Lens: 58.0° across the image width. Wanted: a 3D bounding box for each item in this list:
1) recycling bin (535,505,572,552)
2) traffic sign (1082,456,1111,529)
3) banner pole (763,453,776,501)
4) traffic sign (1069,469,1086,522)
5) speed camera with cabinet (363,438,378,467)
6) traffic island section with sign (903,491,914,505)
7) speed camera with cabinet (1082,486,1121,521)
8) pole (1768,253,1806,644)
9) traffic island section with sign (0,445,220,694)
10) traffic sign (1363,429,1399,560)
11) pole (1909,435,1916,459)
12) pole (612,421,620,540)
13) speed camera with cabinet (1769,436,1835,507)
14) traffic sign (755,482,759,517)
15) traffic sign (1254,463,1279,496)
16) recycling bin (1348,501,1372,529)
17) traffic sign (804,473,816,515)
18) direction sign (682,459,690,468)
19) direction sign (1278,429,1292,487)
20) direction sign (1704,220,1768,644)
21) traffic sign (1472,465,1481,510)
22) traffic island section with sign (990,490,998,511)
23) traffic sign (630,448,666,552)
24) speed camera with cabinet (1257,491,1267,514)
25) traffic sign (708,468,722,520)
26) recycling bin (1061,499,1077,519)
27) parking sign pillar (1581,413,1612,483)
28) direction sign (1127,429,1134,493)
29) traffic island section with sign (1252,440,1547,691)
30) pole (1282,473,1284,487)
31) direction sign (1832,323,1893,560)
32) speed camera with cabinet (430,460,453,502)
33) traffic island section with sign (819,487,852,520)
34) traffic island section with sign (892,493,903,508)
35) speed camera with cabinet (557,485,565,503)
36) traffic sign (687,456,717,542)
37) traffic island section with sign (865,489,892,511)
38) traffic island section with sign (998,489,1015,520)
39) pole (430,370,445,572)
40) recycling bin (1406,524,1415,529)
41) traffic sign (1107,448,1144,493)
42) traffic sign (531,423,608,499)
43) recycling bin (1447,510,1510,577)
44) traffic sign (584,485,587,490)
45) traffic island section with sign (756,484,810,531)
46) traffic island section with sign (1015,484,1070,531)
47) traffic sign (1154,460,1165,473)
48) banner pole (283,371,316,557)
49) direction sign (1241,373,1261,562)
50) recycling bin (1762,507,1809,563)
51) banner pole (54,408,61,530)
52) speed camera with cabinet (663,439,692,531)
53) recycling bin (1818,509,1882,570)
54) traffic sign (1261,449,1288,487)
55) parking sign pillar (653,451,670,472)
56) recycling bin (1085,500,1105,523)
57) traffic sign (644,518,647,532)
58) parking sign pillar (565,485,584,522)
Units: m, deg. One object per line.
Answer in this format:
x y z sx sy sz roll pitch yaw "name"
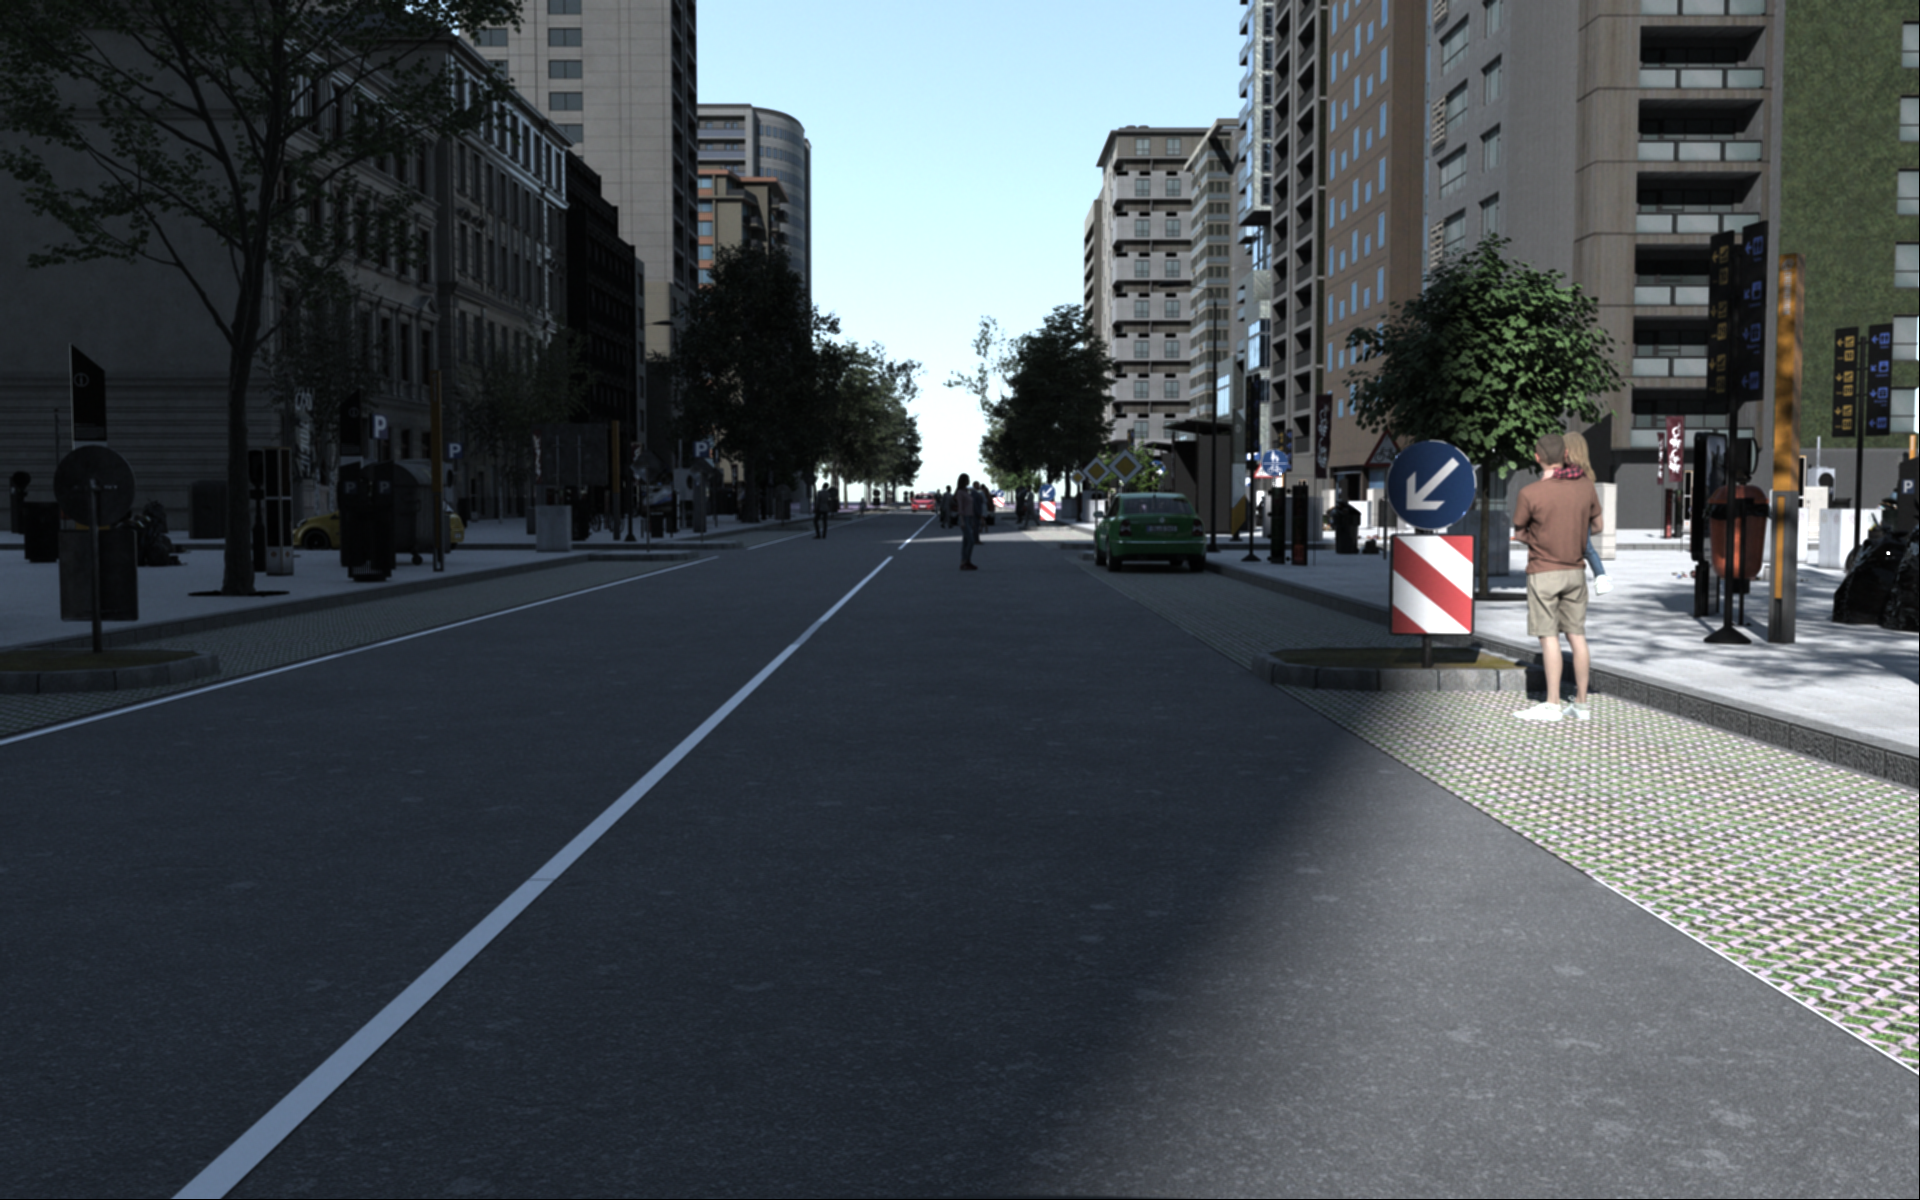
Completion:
-9.062 -1.596 38.655 0.722 1.027 0.722 0 4 -7 "recycling bin"
3.626 -2.594 46.057 0.795 2.450 0.064 0 3 0 "traffic sign"
-9.752 -5.993 87.998 0.863 3.779 0.401 1 4 13 "banner pole"
5.392 -4.781 79.350 0.795 2.450 0.064 1 4 9 "traffic sign"
-15.962 -3.162 46.033 0.660 3.252 2.038 -2 4 -30 "speed camera with cabinet"
-7.021 -13.407 227.835 1.989 1.847 2.006 0 3 0 "traffic island section with sign"
6.772 -5.405 82.707 2.038 3.252 0.660 -3 4 -37 "speed camera with cabinet"
7.079 -1.283 14.828 0.158 3.312 0.155 0 3 0 "pole"
-6.882 -0.284 13.268 1.989 1.847 2.006 0 3 0 "traffic island section with sign"
8.315 -2.068 33.814 0.884 2.594 0.081 0 4 6 "traffic sign"
32.878 -4.036 59.835 0.158 3.312 0.155 0 3 0 "pole"
-9.548 -3.318 48.093 0.158 3.312 0.155 0 3 0 "pole"
28.656 -3.951 58.927 2.038 3.252 0.660 0 4 -8 "speed camera with cabinet"
-11.069 -5.804 94.896 0.884 2.594 0.081 0 4 7 "traffic sign"
10.177 -3.532 57.746 0.884 2.594 0.081 0 4 8 "traffic sign"
14.576 -3.094 63.140 0.722 1.027 0.722 2 4 26 "recycling bin"
-9.014 -6.357 104.042 0.768 2.556 0.104 0 4 4 "traffic sign"
-13.644 -5.746 85.949 0.379 3.537 0.876 -3 4 -39 "direction sign"
11.368 -4.198 60.629 0.379 3.537 0.876 -1 4 -21 "direction sign"
6.630 -1.398 14.854 0.379 3.537 0.876 0 4 -5 "direction sign"
8.519 -1.686 28.749 0.795 2.450 0.064 0 4 4 "traffic sign"
3.268 -8.386 145.744 1.989 1.847 2.006 0 3 0 "traffic island section with sign"
-6.863 -2.107 38.086 0.795 2.450 0.064 0 3 0 "traffic sign"
14.363 -5.663 86.928 2.038 3.252 0.660 0 4 6 "speed camera with cabinet"
-12.007 -5.161 84.483 0.768 2.556 0.104 0 4 8 "traffic sign"
5.817 -4.802 91.068 0.722 1.027 0.722 -3 5 -40 "recycling bin"
20.989 -4.237 57.748 1.447 3.967 1.447 -1 4 -12 "parking sign pillar"
5.951 -4.184 60.410 0.379 3.537 0.876 0 4 -8 "direction sign"
3.339 -0.295 13.444 1.989 1.847 2.006 0 3 0 "traffic island section with sign"
19.242 -6.699 103.378 0.158 3.312 0.155 0 3 0 "pole"
12.172 -1.923 23.433 0.379 3.537 0.876 -1 4 -23 "direction sign"
-14.799 -3.322 48.657 0.660 3.252 2.038 0 3 0 "speed camera with cabinet"
-6.932 -5.269 94.775 1.989 1.847 2.006 0 3 0 "traffic island section with sign"
-6.996 -10.062 173.148 1.989 1.847 2.006 0 3 0 "traffic island section with sign"
-20.880 -5.869 90.289 0.660 3.252 2.038 2 4 33 "speed camera with cabinet"
-6.869 -2.595 46.071 0.795 2.450 0.064 0 3 0 "traffic sign"
-6.971 -8.414 146.193 1.989 1.847 2.006 0 3 0 "traffic island section with sign"
3.283 -5.343 95.990 1.989 1.847 2.006 0 3 0 "traffic island section with sign"
-8.649 -2.129 28.649 0.158 3.312 0.155 0 3 0 "pole"
16.577 -3.153 64.109 0.722 1.027 0.722 2 4 23 "recycling bin"
3.631 -2.106 38.072 0.795 2.450 0.064 0 3 0 "traffic sign"
-11.268 -3.428 49.920 2.265 3.308 0.079 0 4 6 "traffic sign"
8.161 -0.900 27.277 0.722 1.027 0.722 -3 5 -39 "recycling bin"
-11.910 -3.362 55.072 0.768 2.556 0.104 0 4 6 "traffic sign"
-6.913 -3.620 67.820 1.989 1.847 2.006 0 3 0 "traffic island section with sign"
3.303 -3.658 68.436 1.989 1.847 2.006 0 3 0 "traffic island section with sign"
7.312 -3.967 64.964 0.768 2.556 0.104 0 4 2 "traffic sign"
-13.533 -2.778 35.430 0.401 3.779 0.863 3 4 38 "banner pole"
5.567 -2.508 33.005 0.379 3.537 0.876 0 4 -6 "direction sign"
15.372 -1.218 32.463 0.722 1.027 0.722 0 4 -4 "recycling bin"
-26.209 -3.692 50.387 0.401 3.779 0.863 -1 4 -20 "banner pole"
-10.200 -4.125 61.781 0.660 3.252 2.038 2 4 25 "speed camera with cabinet"
15.210 -1.043 29.603 0.722 1.027 0.722 0 4 -5 "recycling bin"
8.954 -3.011 49.332 0.768 2.556 0.104 0 4 6 "traffic sign"
-18.673 -7.345 108.566 1.447 3.967 1.447 2 4 29 "parking sign pillar"
5.961 -3.906 76.412 0.722 1.027 0.722 -1 4 -14 "recycling bin"
-10.683 -3.587 58.748 0.768 2.556 0.104 0 4 2 "traffic sign"
-17.514 -5.521 78.747 1.447 3.967 1.447 1 4 12 "parking sign pillar"
